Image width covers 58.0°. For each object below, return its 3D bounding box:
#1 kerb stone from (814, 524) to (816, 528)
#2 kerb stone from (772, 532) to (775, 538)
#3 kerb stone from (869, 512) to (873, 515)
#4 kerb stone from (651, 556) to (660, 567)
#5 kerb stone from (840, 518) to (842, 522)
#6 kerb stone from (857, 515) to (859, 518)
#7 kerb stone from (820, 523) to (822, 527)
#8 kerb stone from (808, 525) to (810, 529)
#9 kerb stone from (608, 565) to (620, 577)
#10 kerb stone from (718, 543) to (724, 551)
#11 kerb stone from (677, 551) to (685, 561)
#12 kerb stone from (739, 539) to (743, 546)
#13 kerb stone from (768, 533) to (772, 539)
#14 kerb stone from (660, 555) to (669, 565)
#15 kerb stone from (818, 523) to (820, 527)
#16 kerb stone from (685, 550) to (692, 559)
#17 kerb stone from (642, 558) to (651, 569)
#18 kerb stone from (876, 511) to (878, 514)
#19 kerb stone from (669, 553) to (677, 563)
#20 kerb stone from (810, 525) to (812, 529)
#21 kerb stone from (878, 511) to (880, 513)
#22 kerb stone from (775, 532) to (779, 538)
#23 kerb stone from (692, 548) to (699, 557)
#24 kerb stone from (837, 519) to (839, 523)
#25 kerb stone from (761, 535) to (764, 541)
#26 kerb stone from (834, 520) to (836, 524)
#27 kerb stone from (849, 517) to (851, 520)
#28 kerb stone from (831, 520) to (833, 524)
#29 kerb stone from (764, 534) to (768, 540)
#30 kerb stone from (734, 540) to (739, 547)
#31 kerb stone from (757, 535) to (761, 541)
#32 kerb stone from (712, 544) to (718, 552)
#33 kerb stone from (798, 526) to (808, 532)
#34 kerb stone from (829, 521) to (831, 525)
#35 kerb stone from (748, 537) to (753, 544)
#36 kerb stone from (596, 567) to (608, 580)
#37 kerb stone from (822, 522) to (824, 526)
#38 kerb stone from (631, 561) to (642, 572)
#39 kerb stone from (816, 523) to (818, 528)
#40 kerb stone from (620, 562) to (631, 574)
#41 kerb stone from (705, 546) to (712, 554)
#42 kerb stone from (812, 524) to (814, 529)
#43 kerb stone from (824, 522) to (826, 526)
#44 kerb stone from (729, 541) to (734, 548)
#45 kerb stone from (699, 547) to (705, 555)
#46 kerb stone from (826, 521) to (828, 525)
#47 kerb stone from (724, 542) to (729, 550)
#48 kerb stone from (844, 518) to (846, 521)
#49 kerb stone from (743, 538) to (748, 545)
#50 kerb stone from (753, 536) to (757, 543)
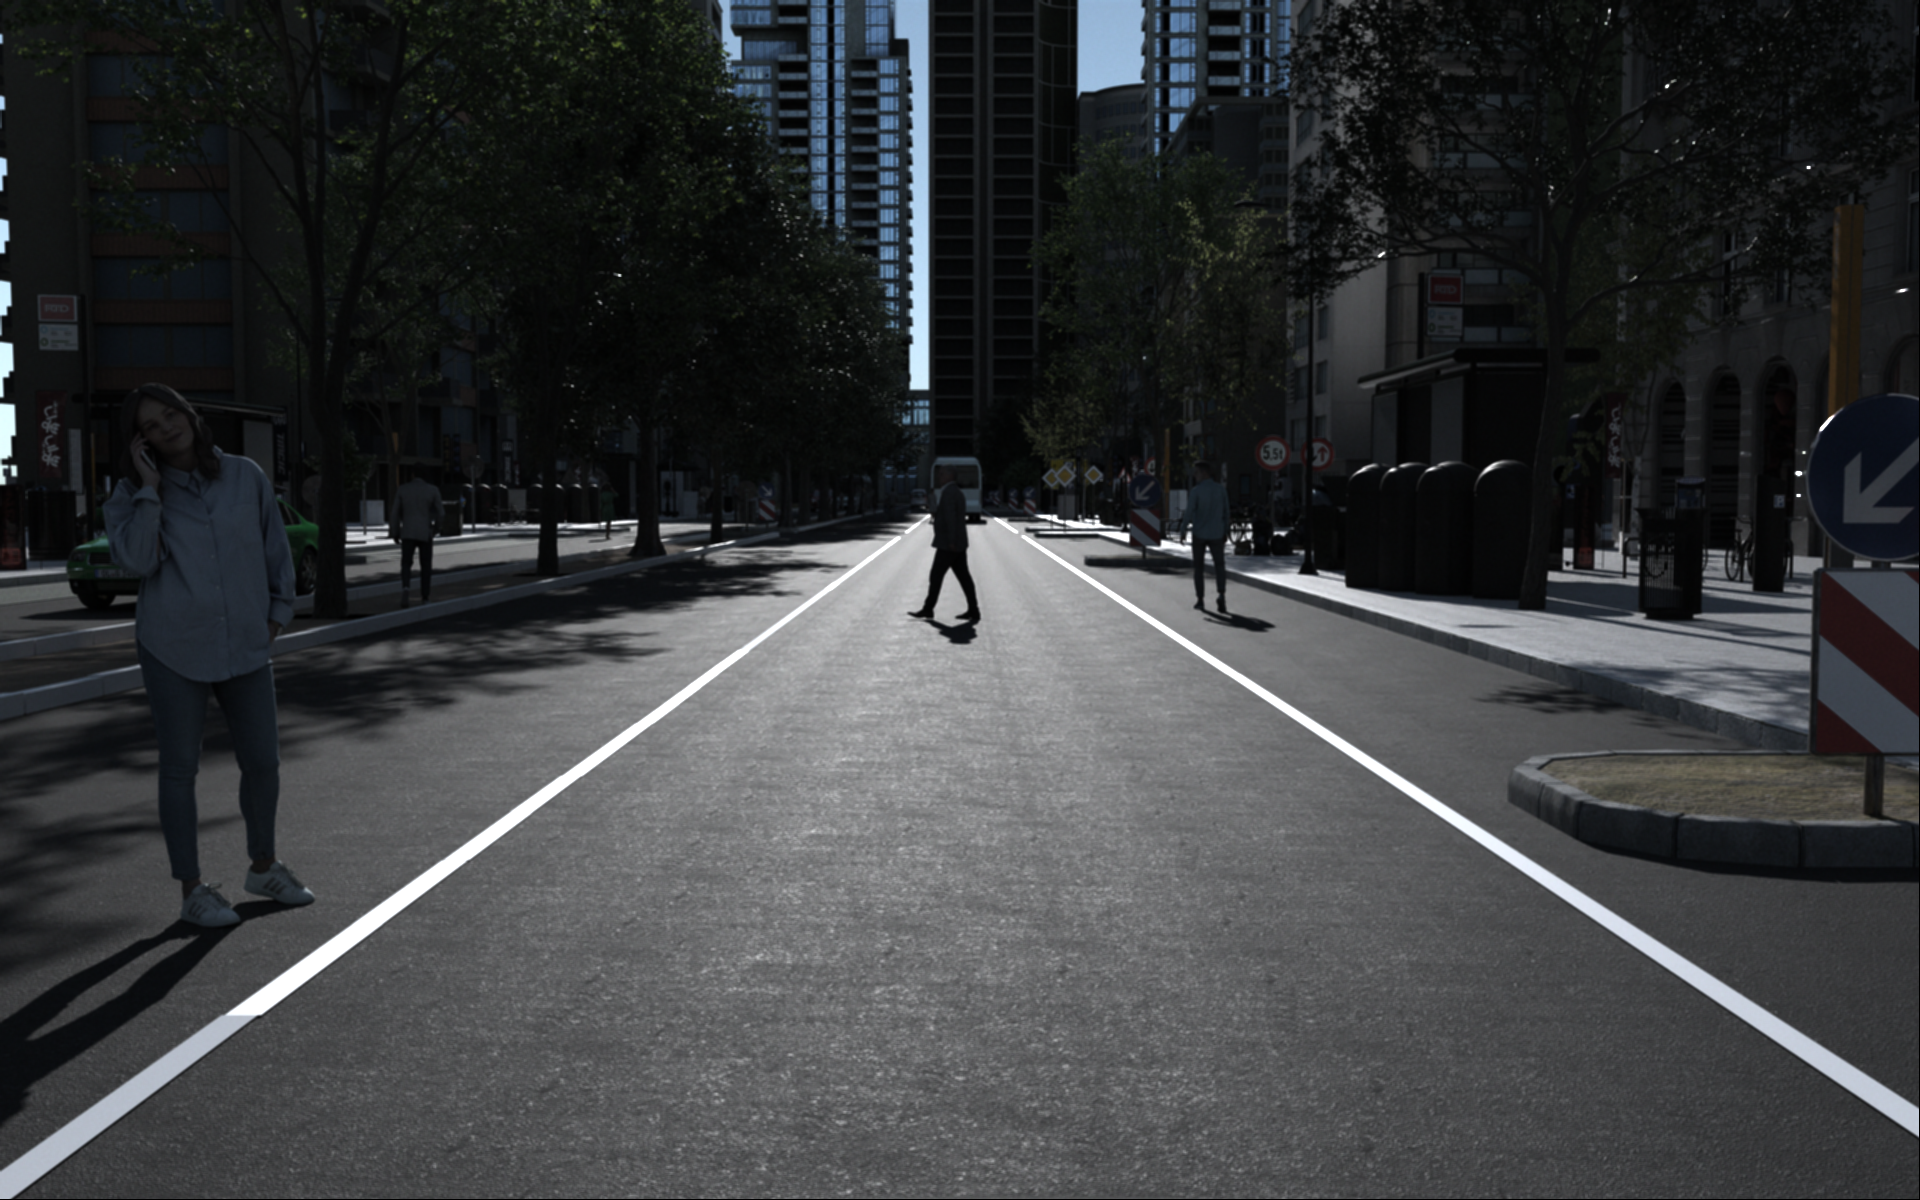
[{"bbox_3d":[-6.154,-3.025,71.698,0.120,0.150,1.000,0,3,0],"label":"kerb stone"},{"bbox_3d":[-6.143,-2.055,55.787,0.120,0.150,1.000,0,3,0],"label":"kerb stone"},{"bbox_3d":[-6.193,-5.851,117.852,0.120,0.150,1.000,0,3,0],"label":"kerb stone"},{"bbox_3d":[-6.133,-0.738,34.267,0.120,0.150,1.000,0,3,0],"label":"kerb stone"},{"bbox_3d":[-6.174,-3.970,87.097,0.120,0.150,1.000,0,3,0],"label":"kerb stone"},{"bbox_3d":[-6.185,-4.909,102.458,0.120,0.150,1.000,0,3,0],"label":"kerb stone"},{"bbox_3d":[-6.160,-3.214,74.785,0.120,0.150,1.000,0,3,0],"label":"kerb stone"},{"bbox_3d":[-6.160,-2.835,68.623,0.120,0.150,1.000,0,3,0],"label":"kerb stone"},{"bbox_3d":[-6.125,-0.486,30.179,0.120,0.150,1.000,0,3,0],"label":"kerb stone"},{"bbox_3d":[-6.133,-1.304,43.509,0.120,0.150,1.000,0,3,0],"label":"kerb stone"},{"bbox_3d":[-6.132,-0.927,37.348,0.120,0.150,1.000,0,3,0],"label":"kerb stone"},{"bbox_3d":[-6.145,-1.554,47.605,0.120,0.150,1.000,0,3,0],"label":"kerb stone"},{"bbox_3d":[-6.150,-1.990,54.765,0.120,0.150,1.000,0,3,0],"label":"kerb stone"},{"bbox_3d":[-6.129,-0.798,35.289,0.120,0.150,1.000,0,3,0],"label":"kerb stone"},{"bbox_3d":[-6.165,-3.153,73.750,0.120,0.150,1.000,0,3,0],"label":"kerb stone"},{"bbox_3d":[-6.125,-0.984,38.371,0.120,0.150,1.000,0,3,0],"label":"kerb stone"},{"bbox_3d":[-6.126,-0.665,33.246,0.120,0.150,1.000,0,3,0],"label":"kerb stone"},{"bbox_3d":[-6.204,-6.290,125.034,0.120,0.150,1.000,0,3,0],"label":"kerb stone"},{"bbox_3d":[-6.133,-0.861,36.316,0.120,0.150,1.000,0,3,0],"label":"kerb stone"},{"bbox_3d":[-6.164,-2.902,69.647,0.120,0.150,1.000,0,3,0],"label":"kerb stone"},{"bbox_3d":[-6.206,-6.475,128.108,0.120,0.150,1.000,0,3,0],"label":"kerb stone"},{"bbox_3d":[-6.146,-2.117,56.809,0.120,0.150,1.000,0,3,0],"label":"kerb stone"},{"bbox_3d":[-6.132,-1.052,39.399,0.120,0.150,1.000,0,3,0],"label":"kerb stone"},{"bbox_3d":[-6.169,-3.844,85.045,0.120,0.150,1.000,0,3,0],"label":"kerb stone"},{"bbox_3d":[-6.149,-1.867,52.720,0.120,0.150,1.000,0,3,0],"label":"kerb stone"},{"bbox_3d":[-6.166,-3.718,82.988,0.120,0.150,1.000,0,3,0],"label":"kerb stone"},{"bbox_3d":[-6.177,-4.408,94.269,0.120,0.150,1.000,0,3,0],"label":"kerb stone"},{"bbox_3d":[-6.169,-3.593,80.941,0.120,0.150,1.000,0,3,0],"label":"kerb stone"},{"bbox_3d":[-6.148,-1.927,53.743,0.120,0.150,1.000,0,3,0],"label":"kerb stone"},{"bbox_3d":[-6.143,-1.490,46.584,0.120,0.150,1.000,0,3,0],"label":"kerb stone"},{"bbox_3d":[-6.138,-1.804,51.695,0.120,0.150,1.000,0,3,0],"label":"kerb stone"},{"bbox_3d":[-6.137,-1.241,42.487,0.120,0.150,1.000,0,3,0],"label":"kerb stone"},{"bbox_3d":[-6.152,-2.777,67.599,0.120,0.150,1.000,0,3,0],"label":"kerb stone"},{"bbox_3d":[-6.166,-3.530,79.910,0.120,0.150,1.000,0,3,0],"label":"kerb stone"},{"bbox_3d":[-6.140,-1.679,49.651,0.120,0.150,1.000,0,3,0],"label":"kerb stone"},{"bbox_3d":[-6.127,-0.422,29.153,0.120,0.150,1.000,0,3,0],"label":"kerb stone"},{"bbox_3d":[-6.166,-3.279,75.815,0.120,0.150,1.000,0,3,0],"label":"kerb stone"},{"bbox_3d":[-6.125,-0.613,32.223,0.120,0.150,1.000,0,3,0],"label":"kerb stone"},{"bbox_3d":[-6.149,-3.088,72.727,0.120,0.150,1.000,0,3,0],"label":"kerb stone"},{"bbox_3d":[-6.122,-0.546,31.201,0.120,0.150,1.000,0,3,0],"label":"kerb stone"},{"bbox_3d":[-6.134,-1.177,41.445,0.120,0.150,1.000,0,3,0],"label":"kerb stone"},{"bbox_3d":[-6.164,-2.964,70.675,0.120,0.150,1.000,0,3,0],"label":"kerb stone"},{"bbox_3d":[-6.165,-3.342,76.838,0.120,0.150,1.000,0,3,0],"label":"kerb stone"},{"bbox_3d":[-6.137,-1.418,45.562,0.120,0.150,1.000,0,3,0],"label":"kerb stone"},{"bbox_3d":[-6.138,-1.110,40.421,0.120,0.150,1.000,0,3,0],"label":"kerb stone"},{"bbox_3d":[-6.158,-3.398,77.861,0.120,0.150,1.000,0,3,0],"label":"kerb stone"},{"bbox_3d":[-6.135,-1.365,44.531,0.120,0.150,1.000,0,3,0],"label":"kerb stone"},{"bbox_3d":[-6.176,-4.151,90.175,0.120,0.150,1.000,0,3,0],"label":"kerb stone"},{"bbox_3d":[-6.143,-1.616,48.629,0.120,0.150,1.000,0,3,0],"label":"kerb stone"},{"bbox_3d":[-6.142,-1.739,50.673,0.120,0.150,1.000,0,3,0],"label":"kerb stone"}]
